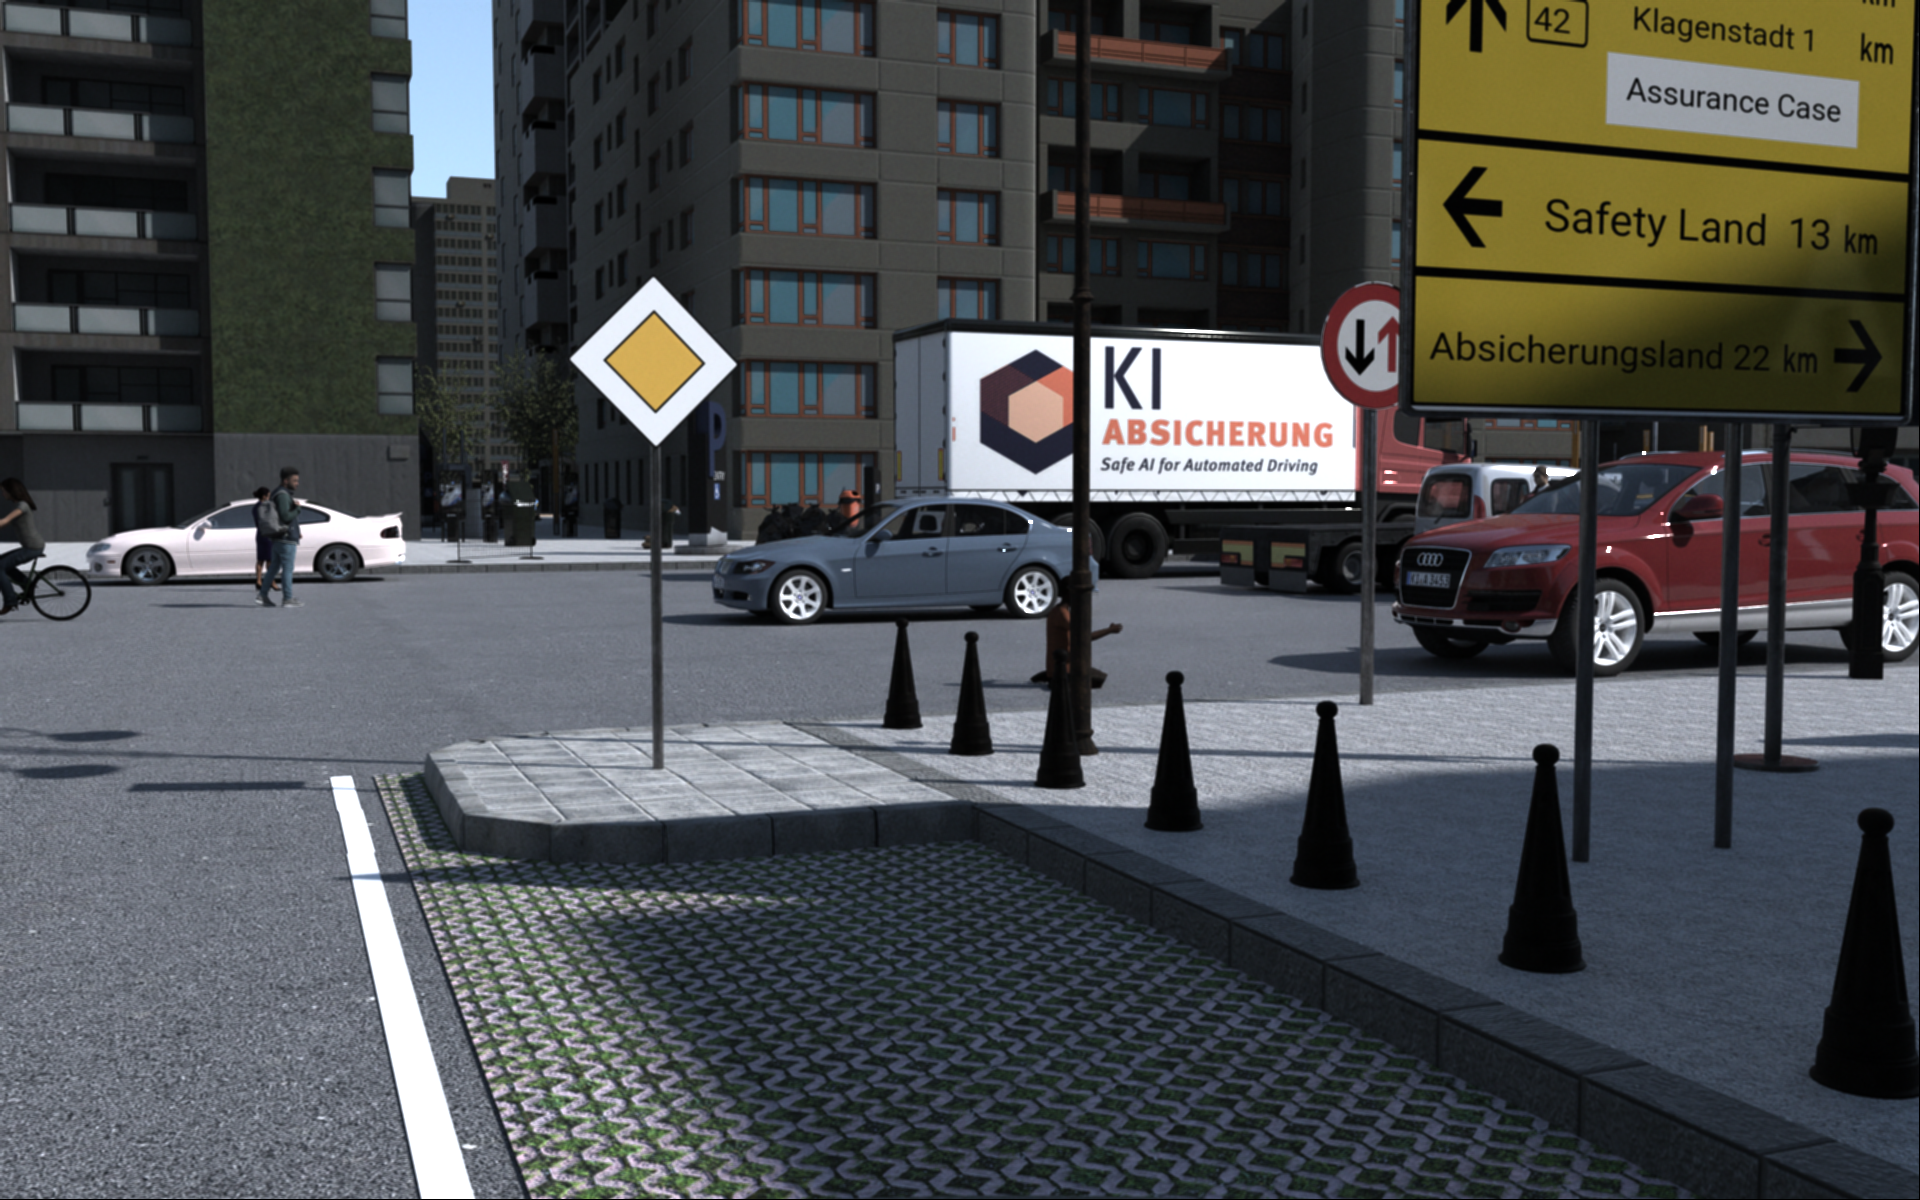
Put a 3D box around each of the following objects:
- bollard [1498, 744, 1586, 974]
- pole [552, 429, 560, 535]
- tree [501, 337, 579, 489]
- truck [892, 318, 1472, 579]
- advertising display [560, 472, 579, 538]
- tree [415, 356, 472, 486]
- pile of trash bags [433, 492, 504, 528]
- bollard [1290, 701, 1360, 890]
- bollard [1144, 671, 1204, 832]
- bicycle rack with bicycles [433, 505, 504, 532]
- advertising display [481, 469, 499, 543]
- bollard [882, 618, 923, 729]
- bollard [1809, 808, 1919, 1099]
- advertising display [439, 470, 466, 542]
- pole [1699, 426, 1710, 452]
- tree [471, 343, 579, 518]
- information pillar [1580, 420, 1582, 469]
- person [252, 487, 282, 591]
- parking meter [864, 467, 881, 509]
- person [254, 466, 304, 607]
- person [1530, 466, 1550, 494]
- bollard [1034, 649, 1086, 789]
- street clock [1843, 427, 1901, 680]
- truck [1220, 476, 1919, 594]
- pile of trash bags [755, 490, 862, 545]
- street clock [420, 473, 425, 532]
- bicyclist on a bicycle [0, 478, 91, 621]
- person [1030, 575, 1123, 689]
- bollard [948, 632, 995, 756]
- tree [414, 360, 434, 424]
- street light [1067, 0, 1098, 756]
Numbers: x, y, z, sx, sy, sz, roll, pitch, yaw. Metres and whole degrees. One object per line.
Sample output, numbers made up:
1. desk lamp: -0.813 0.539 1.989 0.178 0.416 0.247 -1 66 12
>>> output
1. bollard: 1.593 0.692 4.725 0.229 0.601 0.229 0 3 0
2. pole: -12.636 -3.688 54.138 0.158 3.312 0.155 0 3 0
3. tree: -19.079 -7.945 80.271 4.360 8.622 3.978 0 3 0
4. truck: 4.480 -2.564 30.841 11.283 4.237 2.839 -1 4 -23
5. advertising display: -11.618 -2.834 51.544 0.123 1.923 0.974 1 4 13
6. tree: -27.623 -8.761 93.608 4.737 8.622 4.395 0 3 0
7. pile of trash bags: -19.788 -3.766 71.321 1.912 1.369 3.447 1 4 20
8. bollard: 1.205 0.632 5.706 0.229 0.601 0.229 0 3 0
9. bollard: 0.825 0.573 6.668 0.229 0.601 0.229 0 3 0
10. bicycle rack with bicycles: -16.307 -2.760 58.504 2.852 0.926 2.925 3 5 43
11. advertising display: -12.423 -2.480 45.769 0.123 1.923 0.974 -3 4 -36
12. bollard: -0.318 0.398 9.532 0.229 0.601 0.229 0 3 0
13. bollard: 1.981 0.751 3.763 0.229 0.601 0.229 0 3 0
14. advertising display: -13.634 -2.527 46.528 0.974 1.923 0.123 2 4 35
15. pole: 22.152 -3.540 51.720 0.158 3.312 0.155 0 3 0
16. tree: -21.339 -8.255 85.333 4.737 8.622 4.395 0 3 0
17. information pillar: 18.274 -3.640 50.867 0.183 3.616 0.504 1 4 22
18. person: -10.189 -0.903 25.641 0.453 1.535 0.546 1 4 21
19. parking meter: -1.861 -1.911 36.950 0.255 1.863 0.399 1 4 23
20. person: -8.576 -0.802 21.963 0.623 1.781 0.721 3 5 42
21. person: 7.285 -0.808 21.988 0.573 1.790 0.520 -2 4 -33
22. bollard: 0.441 0.515 7.621 0.229 0.601 0.229 0 3 0
23. street clock: 6.321 -0.456 12.027 0.358 2.002 0.471 1 4 19
24. truck: 13.082 -2.383 28.715 18.799 4.110 2.967 -1 4 -22
25. pile of trash bags: -3.386 -1.953 41.678 1.912 1.369 3.447 2 4 27
26. street clock: -18.476 -3.332 59.044 0.471 2.002 0.358 -2 4 -25
27. bicyclist on a bicycle: -10.613 -0.569 19.332 1.625 1.676 1.499 -1 4 -23
28. person: 0.886 0.237 12.909 0.655 0.850 0.859 0 4 -5
29. bollard: 0.057 0.457 8.575 0.229 0.601 0.229 0 3 0
30. tree: -37.462 -11.597 106.625 9.611 12.733 9.660 0 3 0
31. street light: 0.595 -2.178 8.397 0.468 5.910 1.993 -1 4 -22
